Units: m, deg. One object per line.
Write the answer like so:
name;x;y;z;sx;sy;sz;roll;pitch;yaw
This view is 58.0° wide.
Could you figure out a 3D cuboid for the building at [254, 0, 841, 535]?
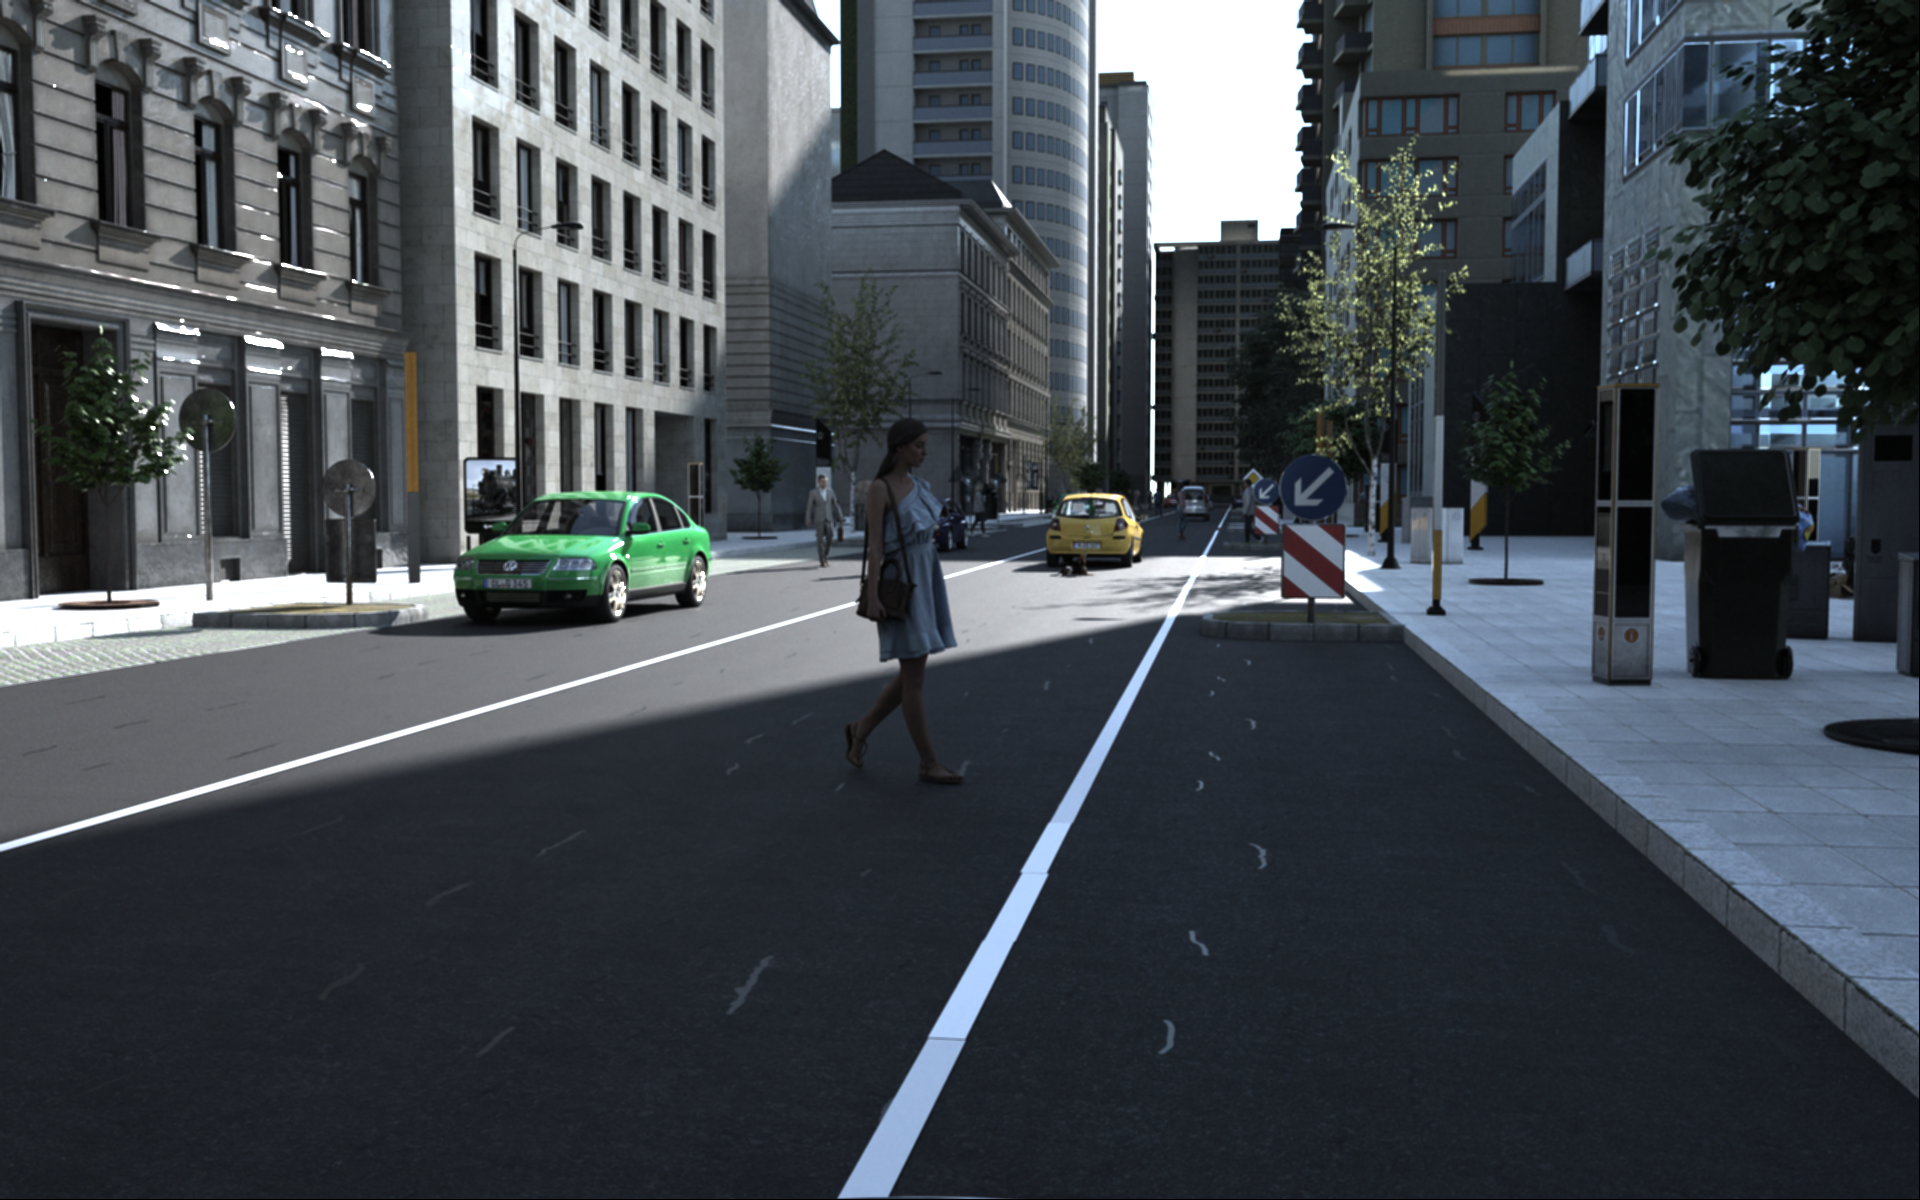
building;-14.337;-13.095;63.260;18.267;20.994;9.793;1;4;9

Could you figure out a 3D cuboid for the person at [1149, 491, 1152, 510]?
person;17.131;-8.936;155.527;0.530;1.710;0.541;2;4;33

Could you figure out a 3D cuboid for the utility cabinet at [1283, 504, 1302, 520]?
utility cabinet;16.600;-4.595;86.284;1.020;1.237;0.306;3;5;40

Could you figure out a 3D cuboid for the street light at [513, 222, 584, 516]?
street light;-7.105;-3.500;29.768;1.470;5.913;1.316;1;4;9

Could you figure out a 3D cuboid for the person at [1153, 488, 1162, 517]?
person;12.656;-6.236;110.633;0.721;1.800;0.419;0;4;-2

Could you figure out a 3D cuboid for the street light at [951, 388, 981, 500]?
street light;0.209;-6.325;75.962;1.470;5.913;1.316;1;4;9

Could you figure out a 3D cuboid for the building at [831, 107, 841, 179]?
building;-16.911;-36.598;217.982;30.456;49.044;23.786;1;4;9

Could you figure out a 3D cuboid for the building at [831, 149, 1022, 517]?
building;-4.221;-15.163;98.821;10.553;20.767;40.483;1;4;9

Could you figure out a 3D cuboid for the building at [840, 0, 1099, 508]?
building;1.574;-38.130;165.424;21.231;58.520;28.212;1;4;9

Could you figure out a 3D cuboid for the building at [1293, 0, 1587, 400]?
building;34.953;-28.582;121.938;22.147;44.769;28.867;1;4;9

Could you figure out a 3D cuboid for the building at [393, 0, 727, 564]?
building;-12.943;-11.342;40.201;10.420;20.320;16.860;1;4;9

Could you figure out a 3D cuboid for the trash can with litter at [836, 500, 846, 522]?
trash can with litter;-5.655;-4.086;78.189;0.624;1.170;1.055;2;4;34

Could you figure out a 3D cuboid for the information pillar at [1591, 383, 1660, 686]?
information pillar;4.485;-0.440;11.685;0.304;2.012;0.304;0;4;-2

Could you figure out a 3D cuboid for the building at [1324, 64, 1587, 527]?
building;32.818;-14.532;82.636;28.899;21.520;27.650;1;4;9

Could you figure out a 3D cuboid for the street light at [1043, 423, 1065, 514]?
street light;6.159;-8.575;112.747;1.470;5.913;1.316;1;4;9

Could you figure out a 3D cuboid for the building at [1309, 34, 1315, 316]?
building;42.626;-44.646;168.208;20.563;71.187;20.611;1;4;9

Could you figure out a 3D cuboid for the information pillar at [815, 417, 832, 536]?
information pillar;-4.170;-3.764;52.894;0.504;3.616;0.183;1;4;19

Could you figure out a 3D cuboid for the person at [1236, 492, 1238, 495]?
person;35.161;-12.868;219.443;0.434;1.755;0.990;1;4;12

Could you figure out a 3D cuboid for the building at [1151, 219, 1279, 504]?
building;39.779;-34.022;248.141;23.993;40.220;32.217;1;4;9

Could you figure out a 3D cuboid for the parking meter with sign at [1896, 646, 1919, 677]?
parking meter with sign;7.532;-0.962;11.996;1.738;3.016;0.543;1;4;13

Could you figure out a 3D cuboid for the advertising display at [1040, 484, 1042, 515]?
advertising display;5.066;-6.296;108.149;0.123;1.923;0.974;0;4;3

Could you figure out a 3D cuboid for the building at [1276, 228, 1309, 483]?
building;41.563;-25.477;188.243;14.160;30.474;14.107;1;4;9

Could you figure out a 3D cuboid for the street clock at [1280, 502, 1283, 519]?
street clock;16.578;-5.155;88.857;0.358;2.002;0.471;3;5;43

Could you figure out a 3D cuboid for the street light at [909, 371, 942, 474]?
street light;-1.364;-5.697;65.692;1.470;5.913;1.316;1;4;9

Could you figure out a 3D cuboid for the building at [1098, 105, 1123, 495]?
building;8.900;-36.139;214.579;21.600;48.544;21.300;1;4;9

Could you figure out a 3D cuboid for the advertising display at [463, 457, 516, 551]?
advertising display;-8.261;-1.554;30.625;0.974;1.923;0.123;-1;4;-17

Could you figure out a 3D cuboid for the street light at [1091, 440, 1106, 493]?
street light;11.831;-10.773;148.681;1.470;5.913;1.316;1;4;9

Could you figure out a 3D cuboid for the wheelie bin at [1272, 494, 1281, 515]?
wheelie bin;19.877;-6.160;108.626;0.693;1.594;0.980;1;4;22

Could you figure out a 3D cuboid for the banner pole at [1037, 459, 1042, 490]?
banner pole;5.454;-8.068;121.932;0.863;3.779;0.401;0;4;6

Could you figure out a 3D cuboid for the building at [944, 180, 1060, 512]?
building;-1.805;-18.394;134.021;16.112;22.955;30.059;1;4;9

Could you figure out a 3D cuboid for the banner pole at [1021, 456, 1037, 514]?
banner pole;4.410;-7.580;113.943;0.863;3.779;0.401;-2;4;-33

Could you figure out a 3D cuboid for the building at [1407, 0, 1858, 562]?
building;25.022;-44.738;44.131;22.319;86.520;31.000;1;4;9

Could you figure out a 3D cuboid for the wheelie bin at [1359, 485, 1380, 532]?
wheelie bin;13.999;-3.108;58.719;0.980;1.594;0.693;0;4;1

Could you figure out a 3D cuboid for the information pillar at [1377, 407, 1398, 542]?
information pillar;11.391;-3.347;46.073;0.183;3.616;0.504;-3;4;-37

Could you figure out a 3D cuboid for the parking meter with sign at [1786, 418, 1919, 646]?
parking meter with sign;8.164;-1.149;15.050;1.738;3.016;0.543;2;4;26

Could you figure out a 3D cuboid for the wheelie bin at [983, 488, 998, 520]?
wheelie bin;1.562;-4.842;87.081;0.693;1.594;0.980;3;4;37

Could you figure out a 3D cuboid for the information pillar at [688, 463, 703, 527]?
information pillar;-6.232;-2.223;40.840;0.304;2.012;0.304;0;4;4

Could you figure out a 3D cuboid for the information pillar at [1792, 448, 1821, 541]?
information pillar;13.553;-1.425;27.790;0.304;2.012;0.304;-2;4;-26

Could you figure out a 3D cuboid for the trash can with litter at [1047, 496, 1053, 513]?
trash can with litter;6.242;-6.627;119.735;0.624;1.170;1.055;-1;4;-16

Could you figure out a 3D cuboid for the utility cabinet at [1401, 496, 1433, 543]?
utility cabinet;12.010;-2.098;45.462;1.020;1.237;0.306;-3;4;-39

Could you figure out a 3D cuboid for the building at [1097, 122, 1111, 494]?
building;8.613;-30.741;186.213;14.154;41.232;14.086;1;4;9

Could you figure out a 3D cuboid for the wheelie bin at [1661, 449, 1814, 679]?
wheelie bin;5.451;-0.264;12.224;0.980;1.594;0.693;1;4;11

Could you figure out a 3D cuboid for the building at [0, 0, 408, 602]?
building;-15.805;-10.587;22.243;9.793;20.994;18.267;1;4;9

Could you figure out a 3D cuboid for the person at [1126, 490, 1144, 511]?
person;14.617;-8.367;145.514;1.509;1.804;0.699;2;4;26

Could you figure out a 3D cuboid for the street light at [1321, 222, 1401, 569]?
street light;6.874;-3.497;29.713;1.470;5.913;1.316;1;4;9

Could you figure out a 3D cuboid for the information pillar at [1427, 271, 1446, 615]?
information pillar;5.102;-1.658;18.463;0.183;3.616;0.504;1;4;13

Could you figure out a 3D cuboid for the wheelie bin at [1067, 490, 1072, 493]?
wheelie bin;7.929;-7.261;126.630;0.693;1.594;0.980;1;4;20

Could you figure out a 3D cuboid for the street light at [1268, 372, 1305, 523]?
street light;12.557;-5.717;66.020;1.470;5.913;1.316;1;4;9

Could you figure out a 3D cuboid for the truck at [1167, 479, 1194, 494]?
truck;28.188;-13.755;220.825;3.469;3.379;9.791;1;4;9

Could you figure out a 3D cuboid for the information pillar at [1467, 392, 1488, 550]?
information pillar;11.914;-2.960;39.750;0.183;3.616;0.504;-2;4;-26

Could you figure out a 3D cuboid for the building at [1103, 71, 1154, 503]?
building;13.084;-43.093;246.573;28.212;58.520;21.231;1;4;9

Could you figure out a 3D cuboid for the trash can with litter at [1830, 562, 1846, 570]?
trash can with litter;15.609;-1.152;29.889;2.233;1.210;1.678;-2;4;-32

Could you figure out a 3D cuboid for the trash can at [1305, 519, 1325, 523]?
trash can;11.279;-2.652;55.018;0.748;1.137;0.748;0;3;0
